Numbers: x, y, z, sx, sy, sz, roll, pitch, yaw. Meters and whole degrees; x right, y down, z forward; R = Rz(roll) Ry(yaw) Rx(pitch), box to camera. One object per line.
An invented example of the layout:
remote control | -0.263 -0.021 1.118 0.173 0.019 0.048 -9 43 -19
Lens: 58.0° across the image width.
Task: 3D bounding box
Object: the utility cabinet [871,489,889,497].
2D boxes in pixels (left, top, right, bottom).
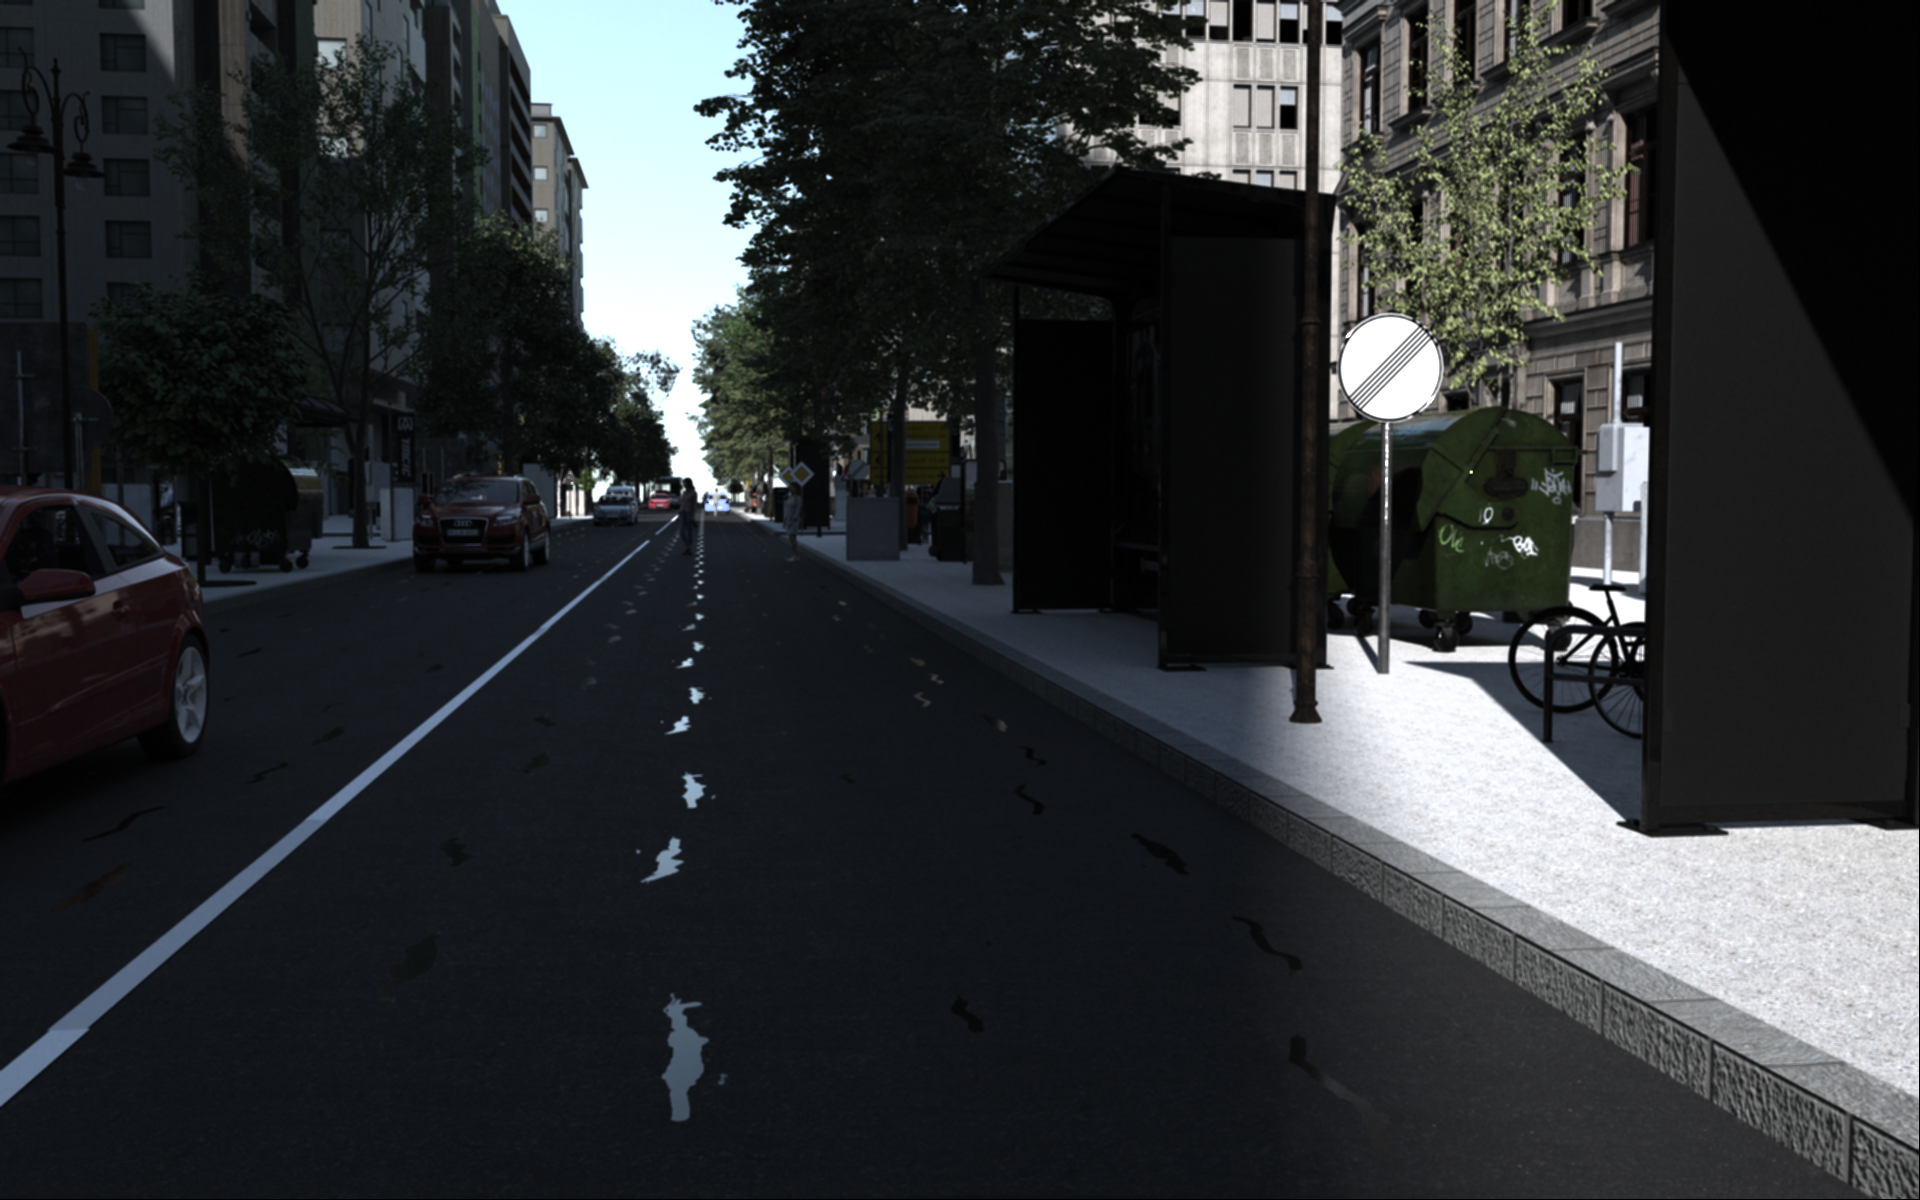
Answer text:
utility cabinet | -3.582 -4.208 77.479 0.318 1.500 1.173 -2 4 -34

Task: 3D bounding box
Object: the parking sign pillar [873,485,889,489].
parking sign pillar | -3.864 -6.233 90.388 1.447 3.967 1.447 -1 4 -12

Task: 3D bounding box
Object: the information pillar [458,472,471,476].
information pillar | -16.706 -3.302 58.475 0.304 2.012 0.304 3 4 36

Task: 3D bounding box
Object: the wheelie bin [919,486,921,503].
wheelie bin | -0.212 -1.697 35.659 0.693 1.594 0.980 2 4 35

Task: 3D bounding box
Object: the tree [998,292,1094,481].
tree | 2.812 -6.173 51.299 4.737 8.622 4.395 0 3 0

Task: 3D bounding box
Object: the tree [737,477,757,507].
tree | -19.875 -10.438 165.267 1.663 3.219 1.824 0 3 0

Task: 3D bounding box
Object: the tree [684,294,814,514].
tree | -12.679 -12.478 110.670 9.857 13.997 8.962 0 3 0

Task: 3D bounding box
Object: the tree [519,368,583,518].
tree | -21.916 -8.801 94.256 4.737 8.622 4.395 0 3 0

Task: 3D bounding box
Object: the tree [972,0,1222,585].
tree | -0.035 -6.484 24.139 7.486 12.596 7.792 0 3 0

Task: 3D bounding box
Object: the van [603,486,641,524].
van | -16.744 -4.792 85.363 2.013 2.044 4.112 -1 4 -10

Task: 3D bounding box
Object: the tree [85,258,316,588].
tree | -10.680 -2.477 24.205 4.285 4.588 4.351 0 3 0

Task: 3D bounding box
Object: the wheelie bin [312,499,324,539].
wheelie bin | -18.794 -2.574 49.990 0.980 1.594 0.693 0 4 -2

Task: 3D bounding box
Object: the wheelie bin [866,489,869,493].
wheelie bin | -6.051 -6.254 110.165 0.980 1.594 0.693 -3 5 -39

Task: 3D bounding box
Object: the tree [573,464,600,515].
tree | -23.317 -6.908 107.547 1.663 3.219 1.824 0 3 0

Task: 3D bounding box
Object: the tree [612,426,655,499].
tree | -29.742 -12.389 152.917 4.737 8.622 4.395 0 3 0

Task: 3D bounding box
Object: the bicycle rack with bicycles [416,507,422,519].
bicycle rack with bicycles | -26.271 -4.553 87.829 2.852 0.926 2.925 0 4 -2

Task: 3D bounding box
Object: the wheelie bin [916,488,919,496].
wheelie bin | -1.328 -3.555 66.028 0.693 1.594 0.980 3 4 37

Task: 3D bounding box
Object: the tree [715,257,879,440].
tree | -6.967 -9.175 75.759 9.928 11.665 9.643 0 3 0

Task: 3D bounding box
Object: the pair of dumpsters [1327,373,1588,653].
pair of dumpsters | 4.053 -0.826 15.991 1.574 2.255 4.437 -1 4 -8

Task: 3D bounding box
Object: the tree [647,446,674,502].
tree | -42.801 -18.598 238.483 7.601 10.594 8.767 0 4 3

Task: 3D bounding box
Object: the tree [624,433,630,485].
tree | -35.905 -16.810 192.969 7.486 12.596 7.792 0 3 0

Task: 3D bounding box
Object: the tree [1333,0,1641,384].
tree | 7.743 -4.603 25.617 4.737 8.622 4.395 0 3 0

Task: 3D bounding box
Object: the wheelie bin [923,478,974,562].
wheelie bin | -0.067 -1.543 33.135 0.980 1.594 0.693 2 4 31

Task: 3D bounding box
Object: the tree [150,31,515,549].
tree | -14.230 -7.010 40.371 9.928 11.665 9.643 0 3 0

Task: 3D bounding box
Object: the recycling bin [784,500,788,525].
recycling bin | -6.786 -3.599 71.397 0.722 1.027 0.722 2 4 31

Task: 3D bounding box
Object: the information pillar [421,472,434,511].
information pillar | -17.991 -3.306 58.539 0.304 2.012 0.304 1 4 16

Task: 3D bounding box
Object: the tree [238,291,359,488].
tree | -24.907 -6.817 61.823 4.737 8.622 4.395 0 3 0

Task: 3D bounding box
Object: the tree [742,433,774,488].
tree | -16.329 -11.647 140.796 4.737 8.622 4.395 0 3 0

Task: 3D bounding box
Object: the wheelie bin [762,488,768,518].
wheelie bin | -10.258 -5.291 94.408 0.980 1.594 0.693 -1 4 -22

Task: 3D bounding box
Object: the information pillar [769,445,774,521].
information pillar | -9.072 -5.624 83.303 0.183 3.616 0.504 -1 4 -11

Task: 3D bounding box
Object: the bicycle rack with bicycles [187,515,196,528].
bicycle rack with bicycles | -29.987 -3.165 65.123 2.925 0.926 2.852 -2 4 -34

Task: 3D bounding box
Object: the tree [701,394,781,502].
tree | -15.255 -11.883 128.697 8.767 10.594 7.601 0 4 -2

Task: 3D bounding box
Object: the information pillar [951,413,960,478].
information pillar | -0.211 -3.557 49.516 0.504 3.616 0.183 0 4 2

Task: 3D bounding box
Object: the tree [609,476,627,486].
tree | -31.018 -9.935 157.044 1.663 3.219 1.824 0 3 0

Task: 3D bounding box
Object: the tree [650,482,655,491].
tree | -49.931 -20.473 285.101 4.360 8.622 3.978 0 3 0

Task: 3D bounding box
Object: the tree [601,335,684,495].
tree | -39.695 -21.445 206.514 12.611 20.169 13.585 0 3 0

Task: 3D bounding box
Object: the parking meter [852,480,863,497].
parking meter | -3.954 -3.743 66.909 0.399 1.863 0.255 -2 4 -34

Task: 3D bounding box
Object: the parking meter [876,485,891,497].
parking meter | -2.793 -3.239 61.362 0.372 1.533 0.369 0 3 0

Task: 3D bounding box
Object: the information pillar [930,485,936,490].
information pillar | -1.289 -4.982 85.939 0.304 2.012 0.304 2 4 35

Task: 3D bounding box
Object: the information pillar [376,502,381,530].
information pillar | -20.711 -3.519 62.028 0.304 2.012 0.304 2 4 30

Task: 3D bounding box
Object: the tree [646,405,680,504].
tree | -26.148 -12.517 121.657 9.611 12.733 9.660 0 3 0

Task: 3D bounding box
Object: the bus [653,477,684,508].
bus | -30.009 -11.276 179.214 2.948 3.499 13.247 0 4 -7

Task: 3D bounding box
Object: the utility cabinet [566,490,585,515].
utility cabinet | -23.253 -5.889 104.961 1.173 1.500 0.318 1 4 13

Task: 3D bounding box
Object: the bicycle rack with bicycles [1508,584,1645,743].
bicycle rack with bicycles | 4.258 0.257 9.188 2.925 0.926 2.852 3 5 44

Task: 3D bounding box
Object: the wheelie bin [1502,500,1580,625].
wheelie bin | 5.729 -0.574 17.290 0.693 1.594 0.980 3 4 38

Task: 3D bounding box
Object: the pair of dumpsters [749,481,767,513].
pair of dumpsters | -13.678 -7.136 119.162 1.574 2.255 4.437 -1 4 -9

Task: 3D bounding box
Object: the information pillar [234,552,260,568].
information pillar | -12.388 -1.562 30.038 0.304 2.012 0.304 1 4 11

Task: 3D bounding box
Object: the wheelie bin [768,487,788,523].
wheelie bin | -7.997 -4.273 77.764 0.980 1.594 0.693 0 4 -6

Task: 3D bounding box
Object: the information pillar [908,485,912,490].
information pillar | -3.373 -7.024 119.336 0.304 2.012 0.304 3 5 41

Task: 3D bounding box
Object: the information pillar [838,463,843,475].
information pillar | -8.567 -8.052 123.005 0.504 3.616 0.183 -1 4 -9

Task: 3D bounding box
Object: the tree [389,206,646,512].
tree | -18.004 -9.310 69.219 9.611 12.733 9.660 0 3 0

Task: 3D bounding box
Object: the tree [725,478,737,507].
tree | -23.021 -11.236 178.317 1.663 3.219 1.824 0 3 0

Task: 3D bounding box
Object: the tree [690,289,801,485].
tree | -17.130 -18.225 153.875 12.611 20.169 13.585 0 3 0
